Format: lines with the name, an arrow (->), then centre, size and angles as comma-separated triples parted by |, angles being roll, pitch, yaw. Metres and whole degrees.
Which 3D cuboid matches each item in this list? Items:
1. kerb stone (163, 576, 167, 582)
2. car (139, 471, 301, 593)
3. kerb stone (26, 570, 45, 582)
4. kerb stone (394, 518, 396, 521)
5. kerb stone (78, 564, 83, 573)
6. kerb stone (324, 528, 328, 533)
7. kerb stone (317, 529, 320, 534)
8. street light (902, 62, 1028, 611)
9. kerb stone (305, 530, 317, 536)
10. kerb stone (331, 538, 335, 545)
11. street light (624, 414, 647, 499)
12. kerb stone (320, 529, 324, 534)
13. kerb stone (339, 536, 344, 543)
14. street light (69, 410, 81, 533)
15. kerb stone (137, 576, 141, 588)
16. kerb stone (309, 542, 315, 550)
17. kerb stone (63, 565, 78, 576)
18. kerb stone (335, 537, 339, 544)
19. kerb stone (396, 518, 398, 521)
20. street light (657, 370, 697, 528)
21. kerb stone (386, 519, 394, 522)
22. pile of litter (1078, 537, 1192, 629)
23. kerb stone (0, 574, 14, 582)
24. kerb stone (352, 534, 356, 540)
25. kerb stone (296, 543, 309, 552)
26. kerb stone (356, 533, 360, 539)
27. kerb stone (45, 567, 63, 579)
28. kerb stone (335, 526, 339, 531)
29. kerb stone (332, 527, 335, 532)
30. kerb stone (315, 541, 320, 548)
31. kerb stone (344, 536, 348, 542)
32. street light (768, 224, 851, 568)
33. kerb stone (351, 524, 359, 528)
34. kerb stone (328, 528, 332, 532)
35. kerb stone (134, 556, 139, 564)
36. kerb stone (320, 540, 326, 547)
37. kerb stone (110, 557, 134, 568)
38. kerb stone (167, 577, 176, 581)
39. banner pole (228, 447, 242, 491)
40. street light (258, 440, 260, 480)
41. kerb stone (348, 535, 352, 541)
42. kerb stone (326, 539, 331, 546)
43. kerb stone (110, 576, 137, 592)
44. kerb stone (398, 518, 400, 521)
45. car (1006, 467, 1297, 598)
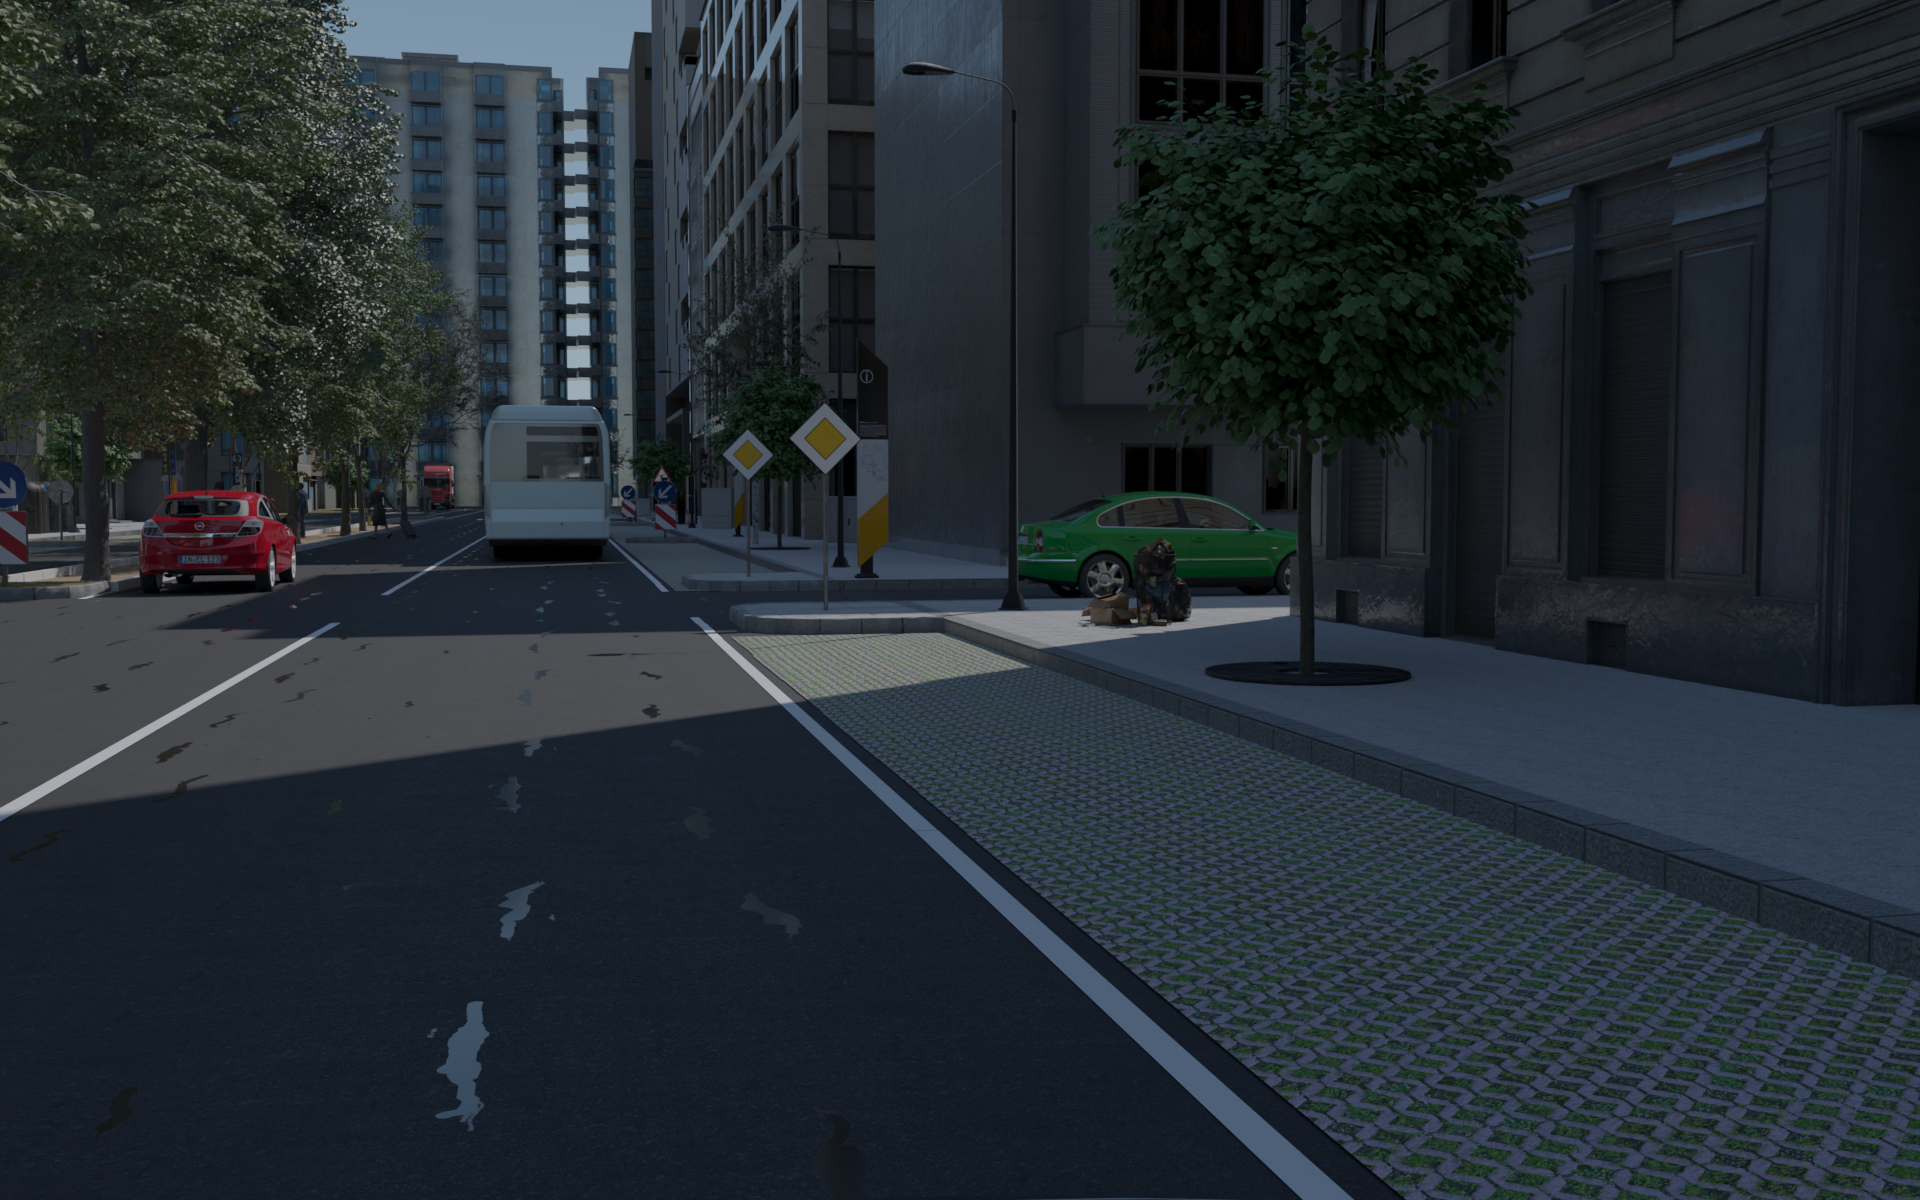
kerb stone -> -12.966, -0.346, 27.846 | 0.120, 0.150, 1.000 | -1, 4, -13
car -> -11.342, -1.077, 26.646 | 2.155, 1.783, 4.494 | -1, 4, -15
kerb stone -> -15.243, -0.378, 28.376 | 0.120, 0.150, 1.000 | -1, 4, -13
kerb stone -> -29.330, -4.106, 89.323 | 0.120, 0.150, 1.000 | -1, 4, -13
kerb stone -> -15.935, -0.560, 31.365 | 0.120, 0.150, 1.000 | -1, 4, -13
kerb stone -> -23.335, -2.517, 63.349 | 0.120, 0.150, 1.000 | -1, 4, -13
kerb stone -> -22.876, -2.395, 61.346 | 0.120, 0.150, 1.000 | -1, 4, -13
street light -> 0.062, -2.838, 18.936 | 1.470, 5.913, 1.316 | -1, 4, -13
kerb stone -> -22.636, -2.326, 60.349 | 0.120, 0.150, 1.000 | -1, 4, -13
kerb stone -> -17.819, -1.626, 48.838 | 0.120, 0.150, 1.000 | -1, 4, -13
street light -> -18.748, -7.817, 100.351 | 1.470, 5.913, 1.316 | -1, 4, -13
kerb stone -> -23.100, -2.456, 62.347 | 0.120, 0.150, 1.000 | -1, 4, -13
kerb stone -> -18.283, -1.752, 50.835 | 0.120, 0.150, 1.000 | -1, 4, -13
street light -> -28.810, -5.187, 57.349 | 1.470, 5.913, 1.316 | -1, 4, -13
kerb stone -> -12.735, -0.285, 26.847 | 0.120, 0.150, 1.000 | -1, 4, -13
kerb stone -> -16.891, -1.382, 44.832 | 0.120, 0.150, 1.000 | -1, 4, -13
kerb stone -> -15.710, -0.500, 30.368 | 0.120, 0.150, 1.000 | -1, 4, -13
kerb stone -> -18.059, -1.691, 49.838 | 0.120, 0.150, 1.000 | -1, 4, -13
kerb stone -> -29.568, -4.167, 90.323 | 0.120, 0.150, 1.000 | -1, 4, -13
street light -> -10.628, -5.657, 65.029 | 1.470, 5.913, 1.316 | -1, 4, -13
kerb stone -> -29.101, -4.045, 88.325 | 0.120, 0.150, 1.000 | -1, 4, -13
pile of litter -> 1.700, -0.204, 17.300 | 1.176, 0.858, 1.719 | 3, 5, 41
kerb stone -> -15.022, -0.314, 27.378 | 0.120, 0.150, 1.000 | -1, 4, -13
kerb stone -> -18.973, -1.930, 53.842 | 0.120, 0.150, 1.000 | -1, 4, -13
kerb stone -> -16.660, -1.320, 43.823 | 0.120, 0.150, 1.000 | -1, 4, -13
kerb stone -> -19.207, -1.997, 54.843 | 0.120, 0.150, 1.000 | -1, 4, -13
kerb stone -> -15.470, -0.439, 29.374 | 0.120, 0.150, 1.000 | -1, 4, -13
kerb stone -> -24.019, -2.701, 66.351 | 0.120, 0.150, 1.000 | -1, 4, -13
kerb stone -> -23.792, -2.640, 65.353 | 0.120, 0.150, 1.000 | -1, 4, -13
kerb stone -> -17.122, -1.445, 45.828 | 0.120, 0.150, 1.000 | -1, 4, -13
kerb stone -> -18.512, -1.814, 51.848 | 0.120, 0.150, 1.000 | -1, 4, -13
street light -> -2.618, -3.519, 30.073 | 1.470, 5.913, 1.316 | -1, 4, -13
kerb stone -> -25.641, -3.129, 73.347 | 0.120, 0.150, 1.000 | -1, 4, -13
kerb stone -> -23.569, -2.578, 64.352 | 0.120, 0.150, 1.000 | -1, 4, -13
kerb stone -> -16.853, -0.804, 35.361 | 0.120, 0.150, 1.000 | -1, 4, -13
kerb stone -> -17.353, -1.495, 46.833 | 0.120, 0.150, 1.000 | -1, 4, -13
kerb stone -> -16.628, -0.744, 34.360 | 0.120, 0.150, 1.000 | -1, 4, -13
kerb stone -> -13.201, -0.406, 28.840 | 0.120, 0.150, 1.000 | -1, 4, -13
banner pole -> -38.682, -6.259, 92.359 | 0.863, 3.779, 0.401 | -1, 4, -21
street light -> -36.997, -7.358, 92.846 | 1.470, 5.913, 1.316 | -1, 4, -13
kerb stone -> -18.742, -1.871, 52.846 | 0.120, 0.150, 1.000 | -1, 4, -13
kerb stone -> -17.583, -1.568, 47.837 | 0.120, 0.150, 1.000 | -1, 4, -13
kerb stone -> -12.503, -0.223, 25.852 | 0.120, 0.150, 1.000 | -1, 4, -13
kerb stone -> -29.777, -4.219, 91.324 | 0.120, 0.150, 1.000 | -1, 4, -13
car -> 3.006, -0.900, 23.509 | 4.718, 1.807, 1.959 | -1, 4, -13
